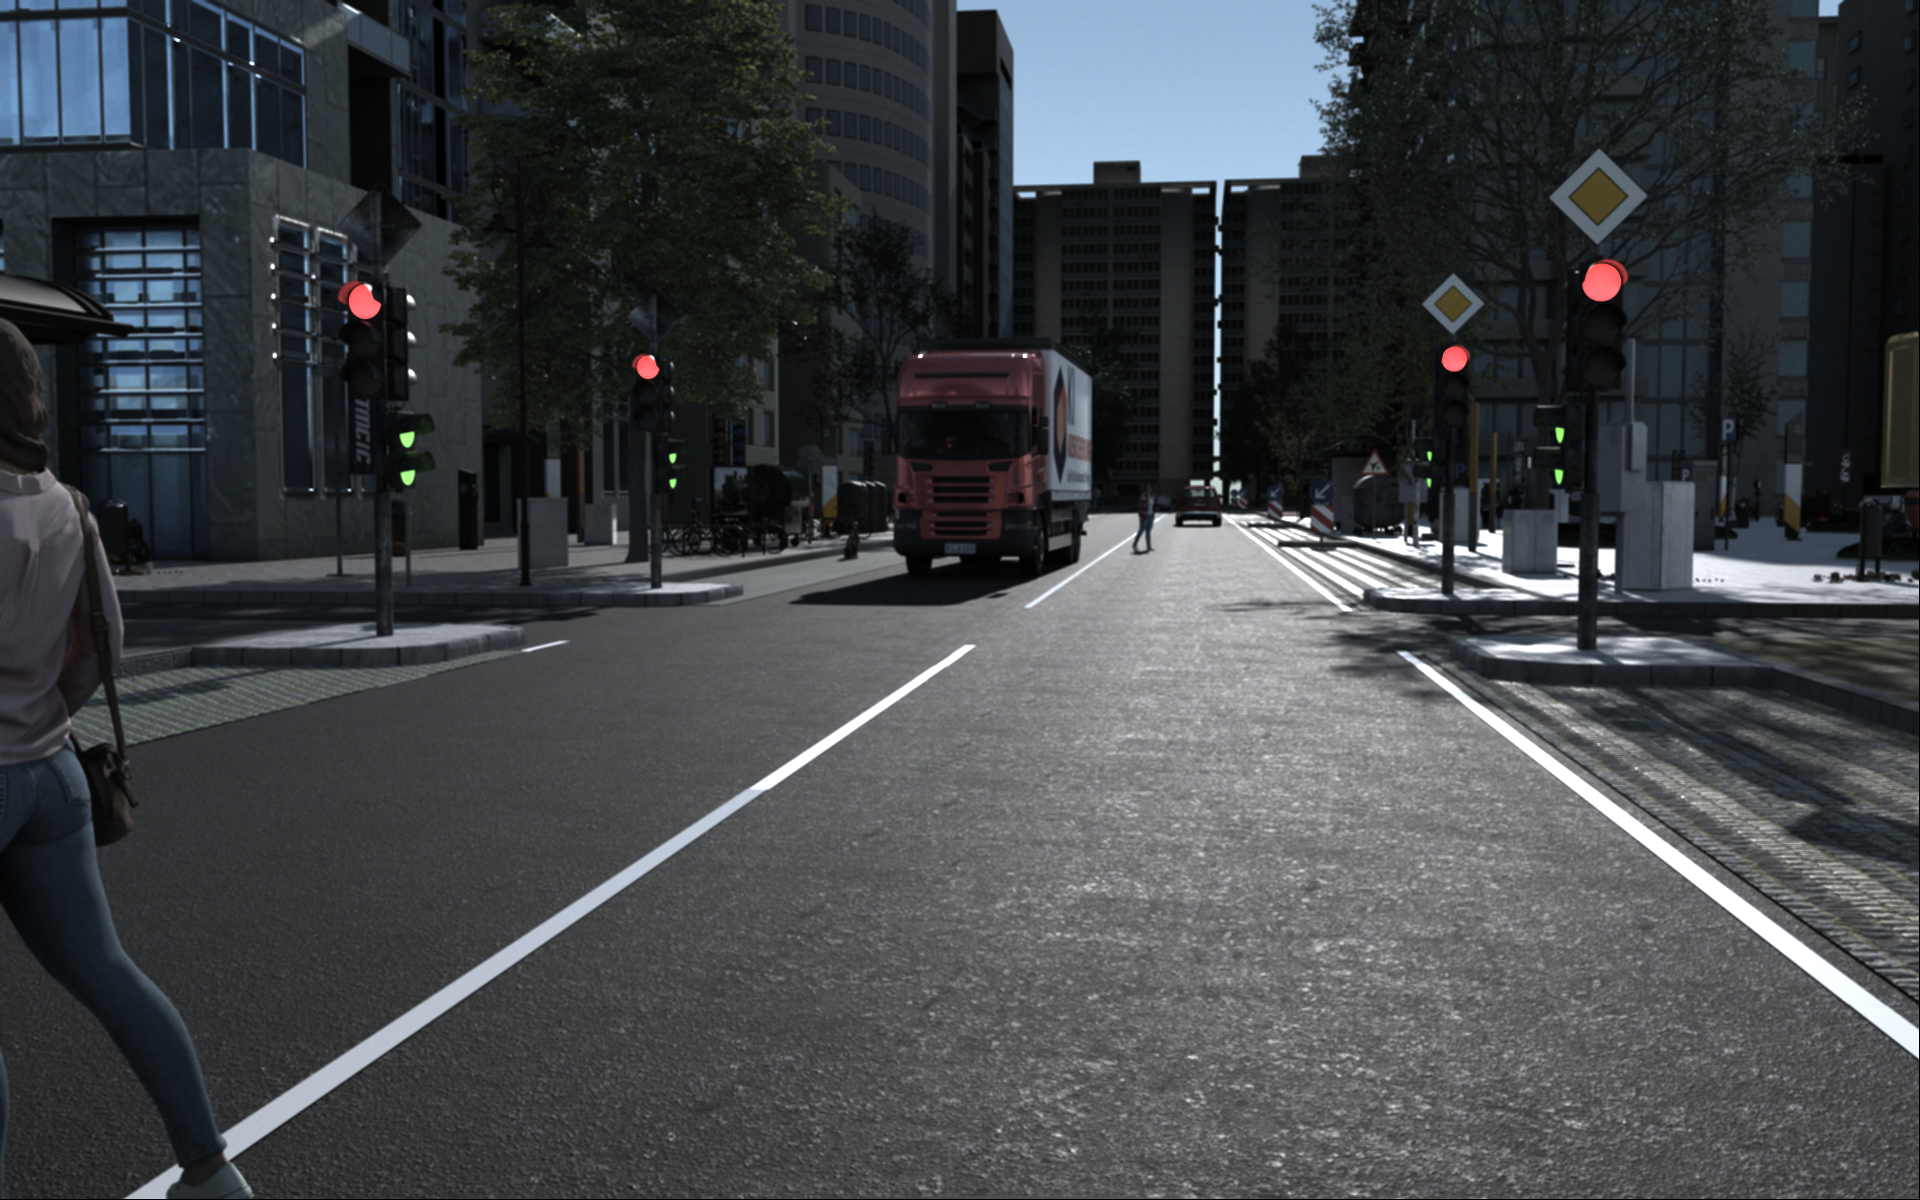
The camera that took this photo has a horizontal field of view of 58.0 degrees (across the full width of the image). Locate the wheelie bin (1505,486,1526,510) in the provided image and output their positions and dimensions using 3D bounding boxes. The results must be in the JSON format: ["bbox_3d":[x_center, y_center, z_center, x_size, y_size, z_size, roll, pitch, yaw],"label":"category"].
[{"bbox_3d":[21.555,-3.625,67.184,0.693,1.594,0.980,2,4,32],"label":"wheelie bin"}]

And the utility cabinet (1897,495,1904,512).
[{"bbox_3d":[42.342,-4.116,78.457,1.020,1.237,0.306,-2,4,-29],"label":"utility cabinet"}]

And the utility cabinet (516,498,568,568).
[{"bbox_3d":[-7.318,-1.175,30.371,0.306,1.237,1.020,2,4,27],"label":"utility cabinet"}]

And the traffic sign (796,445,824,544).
[{"bbox_3d":[-3.878,-2.722,44.613,0.768,2.556,0.104,1,4,17],"label":"traffic sign"}]

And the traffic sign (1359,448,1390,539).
[{"bbox_3d":[11.787,-3.015,49.304,0.884,2.594,0.081,1,4,10],"label":"traffic sign"}]

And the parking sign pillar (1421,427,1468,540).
[{"bbox_3d":[13.641,-3.660,48.312,1.447,3.967,1.447,-1,4,-12],"label":"parking sign pillar"}]

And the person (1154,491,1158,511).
[{"bbox_3d":[16.985,-8.595,149.966,0.436,1.711,0.756,1,4,17],"label":"person"}]

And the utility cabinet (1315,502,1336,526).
[{"bbox_3d":[14.814,-3.711,69.358,1.173,1.500,0.318,0,4,-3],"label":"utility cabinet"}]

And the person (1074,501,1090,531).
[{"bbox_3d":[4.664,-3.566,66.646,0.661,1.843,0.795,-2,4,-24],"label":"person"}]

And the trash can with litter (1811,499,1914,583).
[{"bbox_3d":[13.241,-0.897,25.717,2.233,1.210,1.678,-3,4,-39],"label":"trash can with litter"}]

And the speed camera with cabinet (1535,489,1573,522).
[{"bbox_3d":[20.417,-3.916,58.359,0.660,3.252,2.038,-3,4,-39],"label":"speed camera with cabinet"}]

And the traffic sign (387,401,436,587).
[{"bbox_3d":[-7.623,-1.460,23.876,0.884,2.594,0.081,1,4,17],"label":"traffic sign"}]

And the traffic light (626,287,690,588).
[{"bbox_3d":[-4.128,-2.116,23.512,0.839,4.253,0.868,0,4,8],"label":"traffic light"}]

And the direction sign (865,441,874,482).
[{"bbox_3d":[-3.873,-5.022,74.103,0.379,3.537,0.876,1,4,22],"label":"direction sign"}]

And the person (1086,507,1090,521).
[{"bbox_3d":[6.700,-5.190,93.213,0.638,1.841,0.748,-3,4,-37],"label":"person"}]

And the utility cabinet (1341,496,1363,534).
[{"bbox_3d":[12.744,-2.765,56.367,0.306,1.237,1.020,-1,4,-15],"label":"utility cabinet"}]

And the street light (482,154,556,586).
[{"bbox_3d":[-6.070,-3.134,24.021,0.468,5.910,1.993,0,4,8],"label":"street light"}]

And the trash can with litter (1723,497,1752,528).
[{"bbox_3d":[29.166,-3.282,65.043,0.624,1.170,1.055,-2,4,-25],"label":"trash can with litter"}]

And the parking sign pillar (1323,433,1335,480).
[{"bbox_3d":[15.897,-5.271,74.658,1.447,3.967,1.447,1,4,10],"label":"parking sign pillar"}]

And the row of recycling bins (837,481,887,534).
[{"bbox_3d":[-3.260,-3.054,57.050,1.069,1.692,3.534,1,4,14],"label":"row of recycling bins"}]

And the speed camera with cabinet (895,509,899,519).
[{"bbox_3d":[-2.065,-4.222,63.360,0.660,3.252,2.038,0,4,-1],"label":"speed camera with cabinet"}]

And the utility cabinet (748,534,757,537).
[{"bbox_3d":[-6.355,-2.451,51.239,1.020,1.237,0.306,1,4,22],"label":"utility cabinet"}]

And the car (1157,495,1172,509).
[{"bbox_3d":[19.136,-9.346,165.172,2.083,1.381,4.827,0,4,8],"label":"car"}]

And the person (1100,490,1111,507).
[{"bbox_3d":[15.196,-10.480,179.930,1.350,1.814,0.705,0,4,3],"label":"person"}]

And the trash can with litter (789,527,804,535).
[{"bbox_3d":[-5.286,-2.608,54.023,0.624,1.170,1.055,2,4,25],"label":"trash can with litter"}]

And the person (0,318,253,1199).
[{"bbox_3d":[-1.695,0.361,3.193,0.643,1.750,0.593,1,4,10],"label":"person"}]

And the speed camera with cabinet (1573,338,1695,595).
[{"bbox_3d":[8.915,-1.736,22.719,2.038,3.252,0.660,-3,5,-42],"label":"speed camera with cabinet"}]

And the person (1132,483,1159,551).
[{"bbox_3d":[4.723,-2.119,43.989,0.563,1.720,0.643,-3,4,-39],"label":"person"}]

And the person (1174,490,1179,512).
[{"bbox_3d":[17.784,-8.130,141.977,0.434,1.755,0.990,1,4,10],"label":"person"}]

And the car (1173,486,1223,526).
[{"bbox_3d":[10.920,-4.326,79.404,2.281,1.827,5.304,0,4,6],"label":"car"}]

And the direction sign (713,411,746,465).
[{"bbox_3d":[-6.265,-3.367,47.045,0.876,3.537,0.379,0,4,-3],"label":"direction sign"}]

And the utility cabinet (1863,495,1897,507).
[{"bbox_3d":[34.966,-3.350,65.936,1.020,1.237,0.306,3,4,37],"label":"utility cabinet"}]

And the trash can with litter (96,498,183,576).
[{"bbox_3d":[-13.806,-1.019,27.717,2.233,1.210,1.678,1,4,14],"label":"trash can with litter"}]

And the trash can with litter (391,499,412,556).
[{"bbox_3d":[-11.633,-1.507,36.025,0.624,1.170,1.055,-2,4,-26],"label":"trash can with litter"}]

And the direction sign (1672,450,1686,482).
[{"bbox_3d":[37.296,-5.991,89.947,0.876,3.537,0.379,-2,4,-23],"label":"direction sign"}]

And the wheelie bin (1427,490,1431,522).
[{"bbox_3d":[21.890,-4.397,79.798,0.980,1.594,0.693,1,4,14],"label":"wheelie bin"}]

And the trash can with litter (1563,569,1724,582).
[{"bbox_3d":[10.125,-0.913,25.989,1.678,1.210,2.233,-2,4,-29],"label":"trash can with litter"}]

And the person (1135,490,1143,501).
[{"bbox_3d":[13.986,-7.667,134.377,0.721,1.766,1.217,3,5,42],"label":"person"}]

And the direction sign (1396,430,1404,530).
[{"bbox_3d":[15.605,-4.256,61.579,0.379,3.537,0.876,2,4,27],"label":"direction sign"}]

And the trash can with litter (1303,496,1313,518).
[{"bbox_3d":[18.999,-5.061,94.135,1.055,1.170,0.624,-3,5,-41],"label":"trash can with litter"}]

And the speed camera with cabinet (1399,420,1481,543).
[{"bbox_3d":[12.742,-3.159,45.993,2.038,3.252,0.660,2,4,24],"label":"speed camera with cabinet"}]

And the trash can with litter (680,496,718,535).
[{"bbox_3d":[-8.109,-2.694,55.098,1.678,1.210,2.233,1,4,14],"label":"trash can with litter"}]
